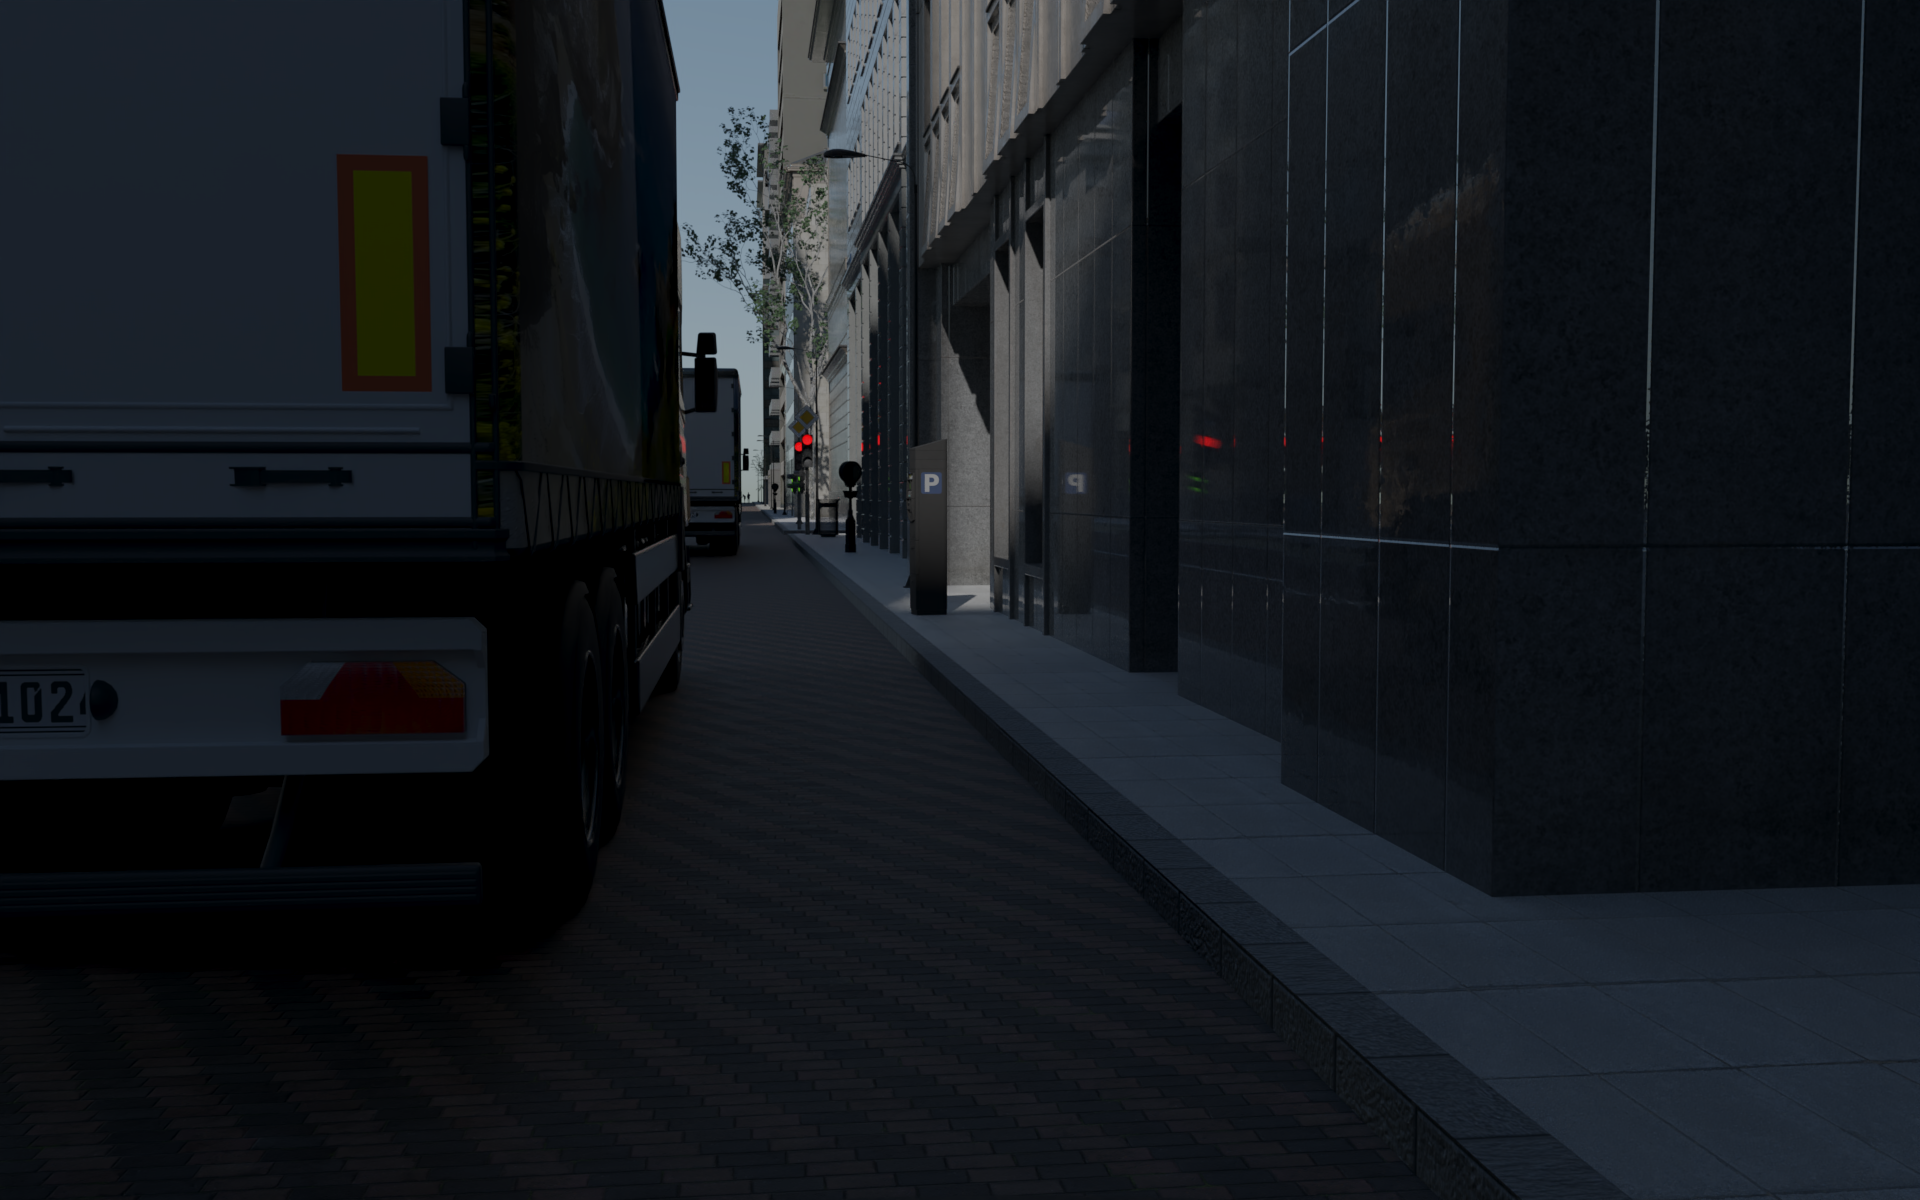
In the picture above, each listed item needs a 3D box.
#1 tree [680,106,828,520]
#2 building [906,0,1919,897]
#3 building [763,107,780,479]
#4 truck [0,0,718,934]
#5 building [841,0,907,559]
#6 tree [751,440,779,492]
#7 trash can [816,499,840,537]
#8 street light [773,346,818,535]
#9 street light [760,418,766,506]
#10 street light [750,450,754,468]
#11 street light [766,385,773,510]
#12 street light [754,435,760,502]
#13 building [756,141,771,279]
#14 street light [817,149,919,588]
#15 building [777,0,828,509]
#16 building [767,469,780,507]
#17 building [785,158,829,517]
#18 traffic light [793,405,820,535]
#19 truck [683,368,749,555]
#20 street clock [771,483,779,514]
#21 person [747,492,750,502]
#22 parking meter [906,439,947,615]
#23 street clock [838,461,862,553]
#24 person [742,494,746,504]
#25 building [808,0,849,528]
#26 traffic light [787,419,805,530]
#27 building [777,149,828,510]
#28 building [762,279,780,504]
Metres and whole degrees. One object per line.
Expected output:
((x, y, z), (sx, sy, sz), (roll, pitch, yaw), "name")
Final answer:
((-8.842, -14.104, 86.483), (12.611, 20.169, 13.585), (0, 3, 0), "tree")
((6.423, -12.068, 15.335), (12.078, 24.808, 19.932), (0, 4, -7), "building")
((-10.640, -35.401, 198.417), (23.786, 49.044, 30.456), (0, 4, -7), "building")
((-2.823, -1.239, 9.163), (2.839, 4.237, 11.283), (0, 4, -7), "truck")
((3.606, -16.066, 40.168), (11.434, 29.767, 29.804), (0, 4, -7), "building")
((-24.729, -16.687, 223.186), (4.360, 8.622, 3.978), (0, 3, 0), "tree")
((-3.925, -2.444, 51.609), (0.748, 1.137, 0.748), (0, 3, 0), "trash can")
((-5.053, -5.014, 54.527), (1.470, 5.913, 1.316), (0, 4, -7), "street light")
((-11.254, -8.137, 105.574), (1.470, 5.913, 1.316), (0, 4, -7), "street light")
((-20.868, -12.732, 180.711), (1.470, 5.913, 1.316), (0, 4, -7), "street light")
((-7.405, -6.194, 73.817), (1.470, 5.913, 1.316), (0, 4, -7), "street light")
((-15.219, -10.018, 136.341), (1.470, 5.913, 1.316), (0, 4, -7), "street light")
((-15.204, -40.695, 254.594), (28.713, 52.752, 27.495), (0, 4, -7), "building")
((-1.141, -3.119, 23.530), (1.470, 5.913, 1.316), (0, 4, -7), "street light")
((-4.943, -32.277, 151.427), (21.300, 48.544, 21.600), (0, 4, -7), "building")
((-8.802, -44.846, 171.484), (20.563, 71.187, 20.611), (0, 4, -7), "building")
((-5.081, -15.272, 104.447), (10.420, 20.320, 16.860), (0, 4, -7), "building")
((-4.836, -4.017, 54.601), (0.839, 4.253, 0.868), (0, 4, -7), "traffic light")
((-6.801, -3.369, 43.991), (2.839, 4.237, 11.283), (0, 4, -7), "truck")
((-12.111, -6.660, 113.461), (0.471, 2.002, 0.358), (0, 4, 3), "street clock")
((-32.176, -15.547, 263.605), (0.541, 1.710, 0.530), (-1, 4, -23), "person")
((-0.350, -0.776, 18.394), (0.399, 1.863, 0.255), (-1, 4, -16), "parking meter")
((-2.401, -2.042, 37.958), (0.471, 2.002, 0.358), (-2, 4, -32), "street clock")
((-32.176, -15.056, 257.853), (0.628, 1.438, 0.799), (-1, 4, -9), "person")
((9.132, -14.571, 71.519), (30.059, 22.955, 16.112), (0, 4, -7), "building")
((-5.826, -4.502, 62.525), (0.839, 4.253, 0.868), (0, 4, -7), "traffic light")
((-6.745, -20.076, 125.508), (12.463, 27.353, 25.104), (0, 4, -7), "building")
((-19.478, -28.211, 232.954), (14.160, 30.474, 14.107), (0, 4, -7), "building")
